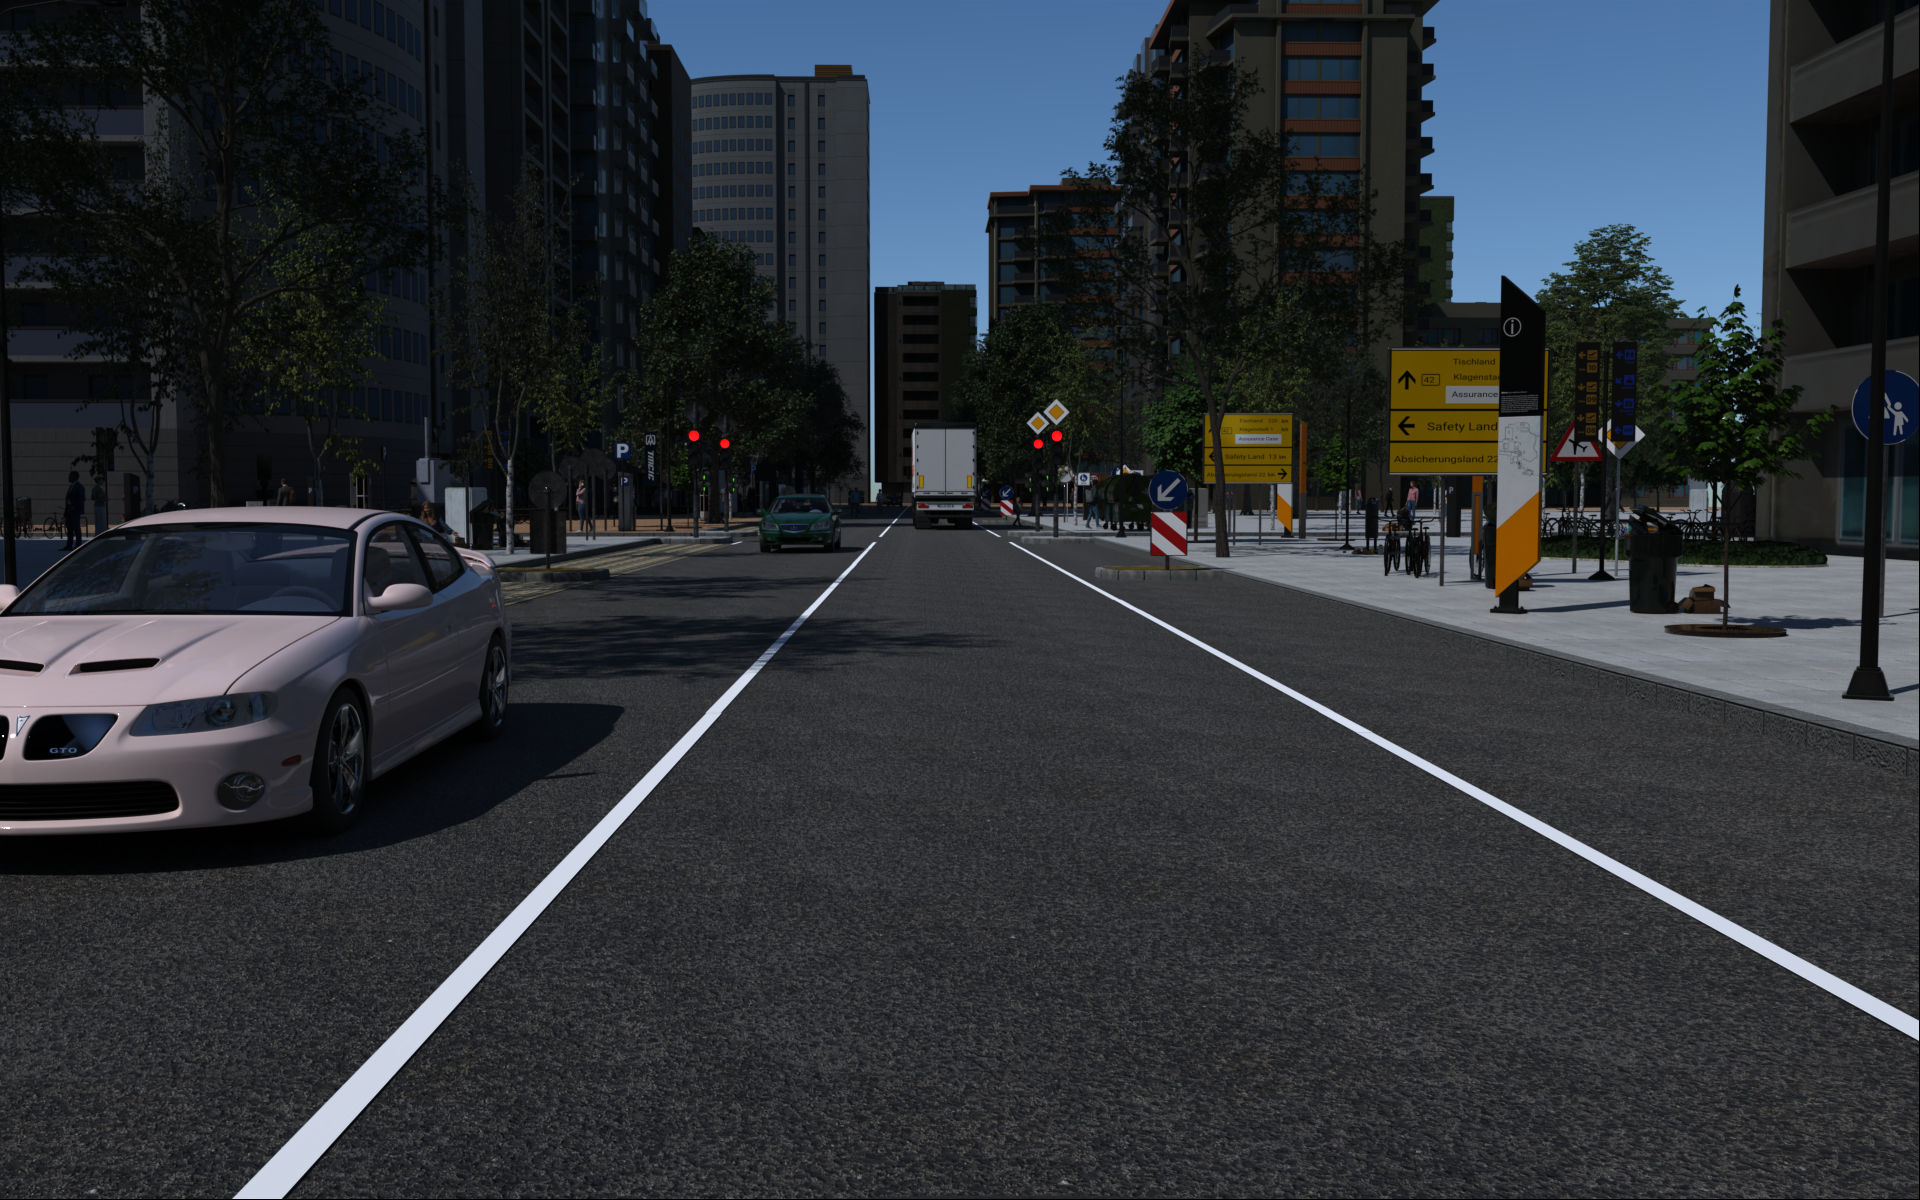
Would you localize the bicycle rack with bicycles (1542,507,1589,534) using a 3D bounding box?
[{"bbox_3d":[16.456,-2.173,48.908,2.852,0.926,2.925,0,4,-2],"label":"bicycle rack with bicycles"}]

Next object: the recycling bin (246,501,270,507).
[{"bbox_3d":[-24.262,-2.897,59.913,0.722,1.027,0.722,-1,4,-17],"label":"recycling bin"}]

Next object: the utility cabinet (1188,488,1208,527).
[{"bbox_3d":[8.877,-3.515,66.157,1.173,1.500,0.318,-1,4,-16],"label":"utility cabinet"}]

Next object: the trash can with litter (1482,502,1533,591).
[{"bbox_3d":[7.429,-0.727,23.271,0.624,1.170,1.055,0,4,-3],"label":"trash can with litter"}]

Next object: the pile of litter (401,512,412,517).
[{"bbox_3d":[-13.706,-1.712,41.957,1.176,0.858,1.719,2,4,35],"label":"pile of litter"}]

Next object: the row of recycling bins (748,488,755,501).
[{"bbox_3d":[-13.718,-7.302,126.505,3.534,1.692,1.069,0,4,-4],"label":"row of recycling bins"}]

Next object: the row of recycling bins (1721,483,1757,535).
[{"bbox_3d":[24.518,-2.718,51.547,3.534,1.692,1.069,0,4,0],"label":"row of recycling bins"}]

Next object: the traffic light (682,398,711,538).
[{"bbox_3d":[-7.743,-3.786,50.818,0.839,4.253,0.868,0,4,-1],"label":"traffic light"}]

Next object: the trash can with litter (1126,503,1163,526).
[{"bbox_3d":[7.681,-3.566,69.362,1.678,1.210,2.233,-3,5,-43],"label":"trash can with litter"}]

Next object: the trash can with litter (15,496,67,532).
[{"bbox_3d":[-31.860,-2.963,59.504,2.233,1.210,1.678,0,4,6],"label":"trash can with litter"}]

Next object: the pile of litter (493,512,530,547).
[{"bbox_3d":[-10.880,-1.740,42.414,1.176,0.858,1.719,-1,4,-13],"label":"pile of litter"}]

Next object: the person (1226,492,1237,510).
[{"bbox_3d":[21.319,-7.976,137.155,1.217,1.736,0.721,2,4,25],"label":"person"}]

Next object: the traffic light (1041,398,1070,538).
[{"bbox_3d":[2.815,-3.802,51.075,0.839,4.253,0.868,0,4,-1],"label":"traffic light"}]

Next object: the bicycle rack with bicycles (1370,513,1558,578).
[{"bbox_3d":[7.675,-0.858,27.408,2.852,0.926,2.925,2,4,29],"label":"bicycle rack with bicycles"}]

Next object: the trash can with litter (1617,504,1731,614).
[{"bbox_3d":[7.710,-0.448,18.712,1.055,1.170,0.624,0,4,0],"label":"trash can with litter"}]

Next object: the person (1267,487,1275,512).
[{"bbox_3d":[21.804,-7.062,121.389,0.818,1.842,0.514,-1,4,-21],"label":"person"}]

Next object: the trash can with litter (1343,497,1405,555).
[{"bbox_3d":[9.108,-1.607,37.334,1.678,1.210,2.233,2,4,32],"label":"trash can with litter"}]

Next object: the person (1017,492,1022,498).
[{"bbox_3d":[5.299,-9.880,167.211,1.348,1.869,0.705,0,4,0],"label":"person"}]

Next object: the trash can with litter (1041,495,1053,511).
[{"bbox_3d":[6.635,-7.496,133.614,1.678,1.210,2.233,-2,4,-26],"label":"trash can with litter"}]

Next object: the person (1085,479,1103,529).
[{"bbox_3d":[4.949,-3.533,63.791,0.713,1.824,0.794,0,4,6],"label":"person"}]

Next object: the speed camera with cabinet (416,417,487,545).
[{"bbox_3d":[-13.043,-3.065,44.454,2.038,3.252,0.660,2,4,33],"label":"speed camera with cabinet"}]

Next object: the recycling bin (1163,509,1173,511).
[{"bbox_3d":[9.048,-3.765,74.108,0.722,1.027,0.722,-1,4,-9],"label":"recycling bin"}]

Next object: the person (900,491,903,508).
[{"bbox_3d":[-6.245,-10.629,182.801,0.721,1.766,1.217,0,3,0],"label":"person"}]

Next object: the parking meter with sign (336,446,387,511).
[{"bbox_3d":[-21.676,-4.060,62.639,1.738,3.016,0.543,0,4,-6],"label":"parking meter with sign"}]

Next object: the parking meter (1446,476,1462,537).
[{"bbox_3d":[14.649,-2.794,51.386,0.255,1.863,0.399,-2,4,-29],"label":"parking meter"}]

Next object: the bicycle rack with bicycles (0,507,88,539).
[{"bbox_3d":[-26.731,-2.244,50.067,2.852,0.926,2.925,0,4,-4],"label":"bicycle rack with bicycles"}]

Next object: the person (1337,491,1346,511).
[{"bbox_3d":[23.149,-6.011,104.673,0.694,1.780,0.624,-1,4,-11],"label":"person"}]

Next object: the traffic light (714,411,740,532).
[{"bbox_3d":[-7.926,-4.274,58.801,0.839,4.253,0.868,0,4,-1],"label":"traffic light"}]

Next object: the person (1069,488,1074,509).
[{"bbox_3d":[9.354,-8.421,144.283,0.434,1.755,0.990,-2,4,-26],"label":"person"}]

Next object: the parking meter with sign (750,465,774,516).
[{"bbox_3d":[-11.647,-6.494,102.431,1.738,3.016,0.543,3,4,37],"label":"parking meter with sign"}]

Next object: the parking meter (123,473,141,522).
[{"bbox_3d":[-23.072,-2.605,48.299,0.255,1.863,0.399,1,4,15],"label":"parking meter"}]

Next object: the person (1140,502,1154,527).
[{"bbox_3d":[7.014,-3.632,65.650,0.641,1.798,0.478,-2,4,-29],"label":"person"}]

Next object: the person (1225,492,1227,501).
[{"bbox_3d":[19.715,-7.573,130.129,0.678,1.792,0.850,-2,4,-27],"label":"person"}]

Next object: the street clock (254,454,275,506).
[{"bbox_3d":[-12.516,-1.629,31.198,0.358,2.002,0.471,-1,4,-19],"label":"street clock"}]

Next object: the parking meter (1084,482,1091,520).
[{"bbox_3d":[6.282,-4.887,85.610,0.399,1.863,0.255,1,4,12],"label":"parking meter"}]

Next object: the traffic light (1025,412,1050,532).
[{"bbox_3d":[2.632,-4.290,59.058,0.839,4.253,0.868,0,4,-1],"label":"traffic light"}]

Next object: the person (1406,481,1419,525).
[{"bbox_3d":[18.643,-4.001,71.464,0.555,1.821,0.388,3,5,40],"label":"person"}]

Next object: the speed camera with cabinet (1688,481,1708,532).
[{"bbox_3d":[25.384,-3.987,59.527,0.660,3.252,2.038,1,4,22],"label":"speed camera with cabinet"}]

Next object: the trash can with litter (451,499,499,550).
[{"bbox_3d":[-11.120,-1.722,39.549,1.055,1.170,0.624,-2,4,-32],"label":"trash can with litter"}]

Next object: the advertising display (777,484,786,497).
[{"bbox_3d":[-11.408,-6.458,110.801,0.123,1.923,0.974,2,4,26],"label":"advertising display"}]

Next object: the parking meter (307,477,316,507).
[{"bbox_3d":[-22.094,-3.274,59.239,0.399,1.863,0.255,2,4,35],"label":"parking meter"}]

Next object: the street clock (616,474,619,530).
[{"bbox_3d":[-11.958,-3.460,61.135,0.358,2.002,0.471,-2,4,-29],"label":"street clock"}]

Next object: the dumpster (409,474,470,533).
[{"bbox_3d":[-14.345,-2.567,47.735,1.264,1.857,1.865,0,4,-1],"label":"dumpster"}]

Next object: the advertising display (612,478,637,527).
[{"bbox_3d":[-13.238,-3.859,68.304,0.974,1.923,0.123,1,4,10],"label":"advertising display"}]

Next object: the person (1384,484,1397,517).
[{"bbox_3d":[24.526,-5.674,98.591,0.755,1.850,0.659,1,4,10],"label":"person"}]

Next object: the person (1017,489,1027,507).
[{"bbox_3d":[6.023,-10.073,170.745,1.348,1.824,0.705,1,4,21],"label":"person"}]

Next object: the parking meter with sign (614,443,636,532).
[{"bbox_3d":[-11.477,-3.874,59.608,0.543,3.016,1.738,0,4,-3],"label":"parking meter with sign"}]

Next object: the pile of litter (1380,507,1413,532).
[{"bbox_3d":[15.041,-2.803,59.801,1.176,0.858,1.719,3,5,41],"label":"pile of litter"}]

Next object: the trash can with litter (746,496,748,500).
[{"bbox_3d":[-15.586,-7.235,129.686,1.055,1.170,0.624,1,4,10],"label":"trash can with litter"}]
